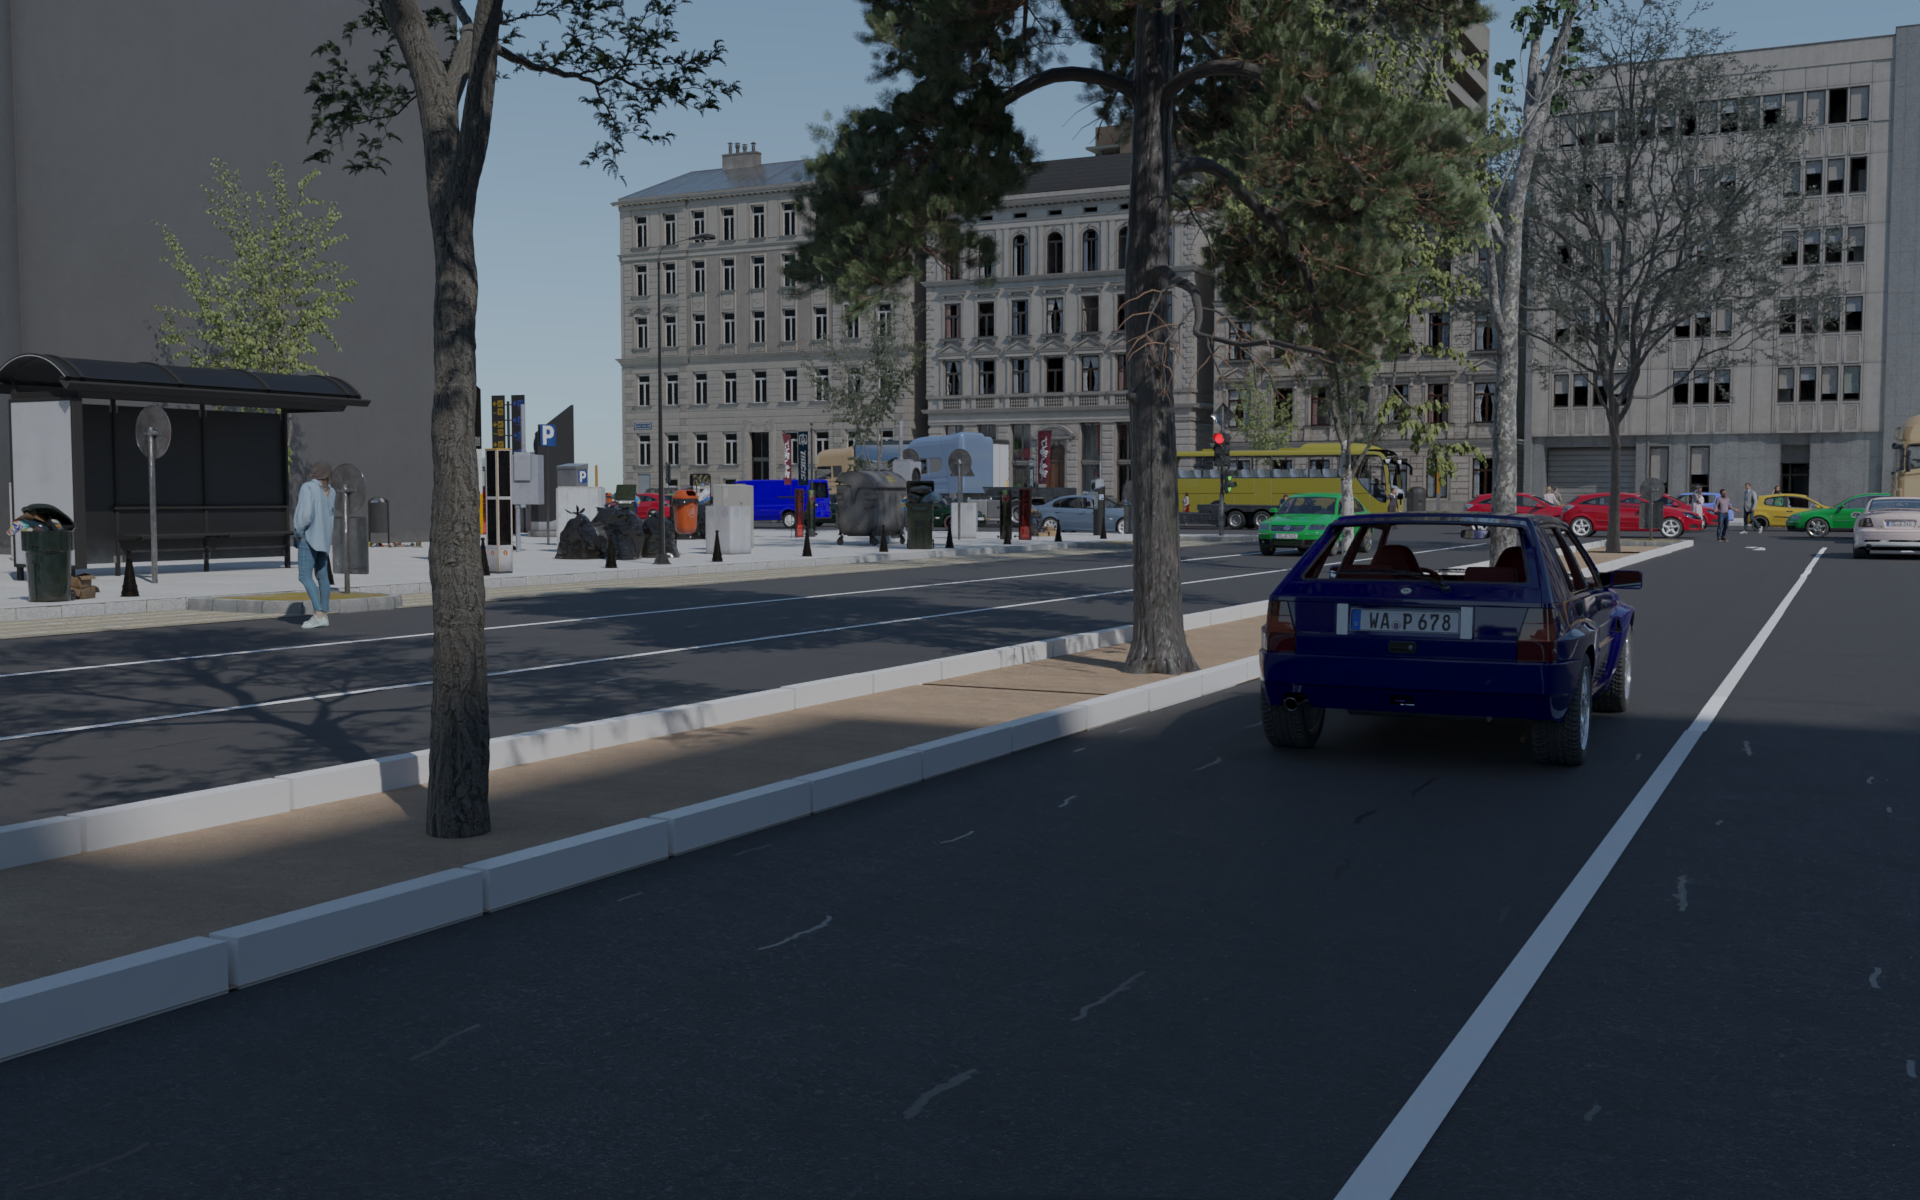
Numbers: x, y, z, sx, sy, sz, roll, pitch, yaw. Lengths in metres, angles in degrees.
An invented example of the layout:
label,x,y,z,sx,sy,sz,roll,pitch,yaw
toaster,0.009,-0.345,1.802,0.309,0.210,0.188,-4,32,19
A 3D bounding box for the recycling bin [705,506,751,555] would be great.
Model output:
label,x,y,z,sx,sy,sz,roll,pitch,yaw
recycling bin,-4.961,-1.501,37.090,0.722,1.027,0.722,2,4,30

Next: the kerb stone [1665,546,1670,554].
label,x,y,z,sx,sy,sz,roll,pitch,yaw
kerb stone,16.683,-1.158,41.145,0.120,0.150,1.000,2,4,27

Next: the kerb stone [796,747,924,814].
label,x,y,z,sx,sy,sz,roll,pitch,yaw
kerb stone,-0.476,0.855,8.226,0.120,0.150,1.000,2,4,27

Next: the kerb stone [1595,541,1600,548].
label,x,y,z,sx,sy,sz,roll,pitch,yaw
kerb stone,16.722,-1.441,45.759,0.120,0.150,1.000,2,4,27

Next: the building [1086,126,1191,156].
label,x,y,z,sx,sy,sz,roll,pitch,yaw
building,23.720,-33.655,200.373,14.200,45.320,14.600,2,4,27

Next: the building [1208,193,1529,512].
label,x,y,z,sx,sy,sz,roll,pitch,yaw
building,25.606,-14.759,105.945,19.286,19.102,10.561,2,4,27

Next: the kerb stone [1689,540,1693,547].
label,x,y,z,sx,sy,sz,roll,pitch,yaw
kerb stone,19.540,-1.493,46.614,0.120,0.150,1.000,2,4,27

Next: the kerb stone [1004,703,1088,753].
label,x,y,z,sx,sy,sz,roll,pitch,yaw
kerb stone,0.472,0.746,10.052,0.120,0.150,1.000,2,4,27

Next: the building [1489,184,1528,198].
label,x,y,z,sx,sy,sz,roll,pitch,yaw
building,91.759,-39.029,257.733,30.456,49.044,23.786,2,4,27

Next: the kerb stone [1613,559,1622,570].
label,x,y,z,sx,sy,sz,roll,pitch,yaw
kerb stone,12.407,-0.656,32.921,0.120,0.150,1.000,2,4,27

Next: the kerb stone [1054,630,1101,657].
label,x,y,z,sx,sy,sz,roll,pitch,yaw
kerb stone,0.997,0.404,15.591,0.120,0.150,1.000,2,4,27

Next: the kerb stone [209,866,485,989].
label,x,y,z,sx,sy,sz,roll,pitch,yaw
kerb stone,-1.908,1.023,5.476,0.120,0.150,1.000,2,4,27

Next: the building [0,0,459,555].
label,x,y,z,sx,sy,sz,roll,pitch,yaw
building,-26.813,-15.513,47.140,24.014,27.812,14.314,2,4,27

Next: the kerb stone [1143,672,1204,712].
label,x,y,z,sx,sy,sz,roll,pitch,yaw
kerb stone,1.430,0.631,11.871,0.120,0.150,1.000,2,4,27

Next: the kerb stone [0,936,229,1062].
label,x,y,z,sx,sy,sz,roll,pitch,yaw
kerb stone,-2.386,1.079,4.557,0.120,0.150,1.000,2,4,27

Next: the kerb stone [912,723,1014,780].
label,x,y,z,sx,sy,sz,roll,pitch,yaw
kerb stone,-0.002,0.799,9.138,0.120,0.150,1.000,2,4,27

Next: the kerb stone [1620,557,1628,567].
label,x,y,z,sx,sy,sz,roll,pitch,yaw
kerb stone,12.875,-0.712,33.836,0.120,0.150,1.000,2,4,27

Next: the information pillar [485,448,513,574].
label,x,y,z,sx,sy,sz,roll,pitch,yaw
information pillar,-7.442,-1.436,27.968,0.304,2.012,0.304,3,4,37

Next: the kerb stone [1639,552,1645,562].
label,x,y,z,sx,sy,sz,roll,pitch,yaw
kerb stone,14.299,-0.877,36.573,0.120,0.150,1.000,2,4,27

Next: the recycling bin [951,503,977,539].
label,x,y,z,sx,sy,sz,roll,pitch,yaw
recycling bin,0.123,-2.299,50.142,0.722,1.027,0.722,0,4,5

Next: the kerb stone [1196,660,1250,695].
label,x,y,z,sx,sy,sz,roll,pitch,yaw
kerb stone,1.903,0.577,12.784,0.120,0.150,1.000,2,4,27

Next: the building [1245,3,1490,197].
label,x,y,z,sx,sy,sz,roll,pitch,yaw
building,35.692,-32.816,160.251,21.300,48.544,21.600,2,4,27

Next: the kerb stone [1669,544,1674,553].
label,x,y,z,sx,sy,sz,roll,pitch,yaw
kerb stone,17.166,-1.215,42.054,0.120,0.150,1.000,2,4,27

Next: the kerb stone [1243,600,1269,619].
label,x,y,z,sx,sy,sz,roll,pitch,yaw
kerb stone,3.378,0.124,20.168,0.120,0.150,1.000,2,4,27

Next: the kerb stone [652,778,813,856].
label,x,y,z,sx,sy,sz,roll,pitch,yaw
kerb stone,-0.951,0.910,7.315,0.120,0.150,1.000,2,4,27

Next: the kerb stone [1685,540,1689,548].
label,x,y,z,sx,sy,sz,roll,pitch,yaw
kerb stone,19.056,-1.438,45.707,0.120,0.150,1.000,2,4,27

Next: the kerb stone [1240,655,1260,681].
label,x,y,z,sx,sy,sz,roll,pitch,yaw
kerb stone,2.376,0.521,13.702,0.120,0.150,1.000,2,4,27

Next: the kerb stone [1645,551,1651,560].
label,x,y,z,sx,sy,sz,roll,pitch,yaw
kerb stone,14.775,-0.935,37.484,0.120,0.150,1.000,2,4,27

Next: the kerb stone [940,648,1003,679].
label,x,y,z,sx,sy,sz,roll,pitch,yaw
kerb stone,0.045,0.516,13.766,0.120,0.150,1.000,2,4,27

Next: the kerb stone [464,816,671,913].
label,x,y,z,sx,sy,sz,roll,pitch,yaw
kerb stone,-1.431,0.966,6.393,0.120,0.150,1.000,2,4,27

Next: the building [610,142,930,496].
label,x,y,z,sx,sy,sz,roll,pitch,yaw
building,-11.526,-20.111,126.072,25.104,27.353,12.463,2,4,27

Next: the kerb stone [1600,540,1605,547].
label,x,y,z,sx,sy,sz,roll,pitch,yaw
kerb stone,17.191,-1.497,46.674,0.120,0.150,1.000,2,4,27

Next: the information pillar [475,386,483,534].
label,x,y,z,sx,sy,sz,roll,pitch,yaw
information pillar,-9.061,-2.479,31.888,0.504,3.616,0.183,-2,4,-27

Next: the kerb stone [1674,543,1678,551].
label,x,y,z,sx,sy,sz,roll,pitch,yaw
kerb stone,17.628,-1.271,42.974,0.120,0.150,1.000,2,4,27

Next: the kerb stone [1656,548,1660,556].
label,x,y,z,sx,sy,sz,roll,pitch,yaw
kerb stone,15.719,-1.046,39.316,0.120,0.150,1.000,2,4,27

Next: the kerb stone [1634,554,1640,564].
label,x,y,z,sx,sy,sz,roll,pitch,yaw
kerb stone,13.825,-0.824,35.661,0.120,0.150,1.000,2,4,27

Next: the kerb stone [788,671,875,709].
label,x,y,z,sx,sy,sz,roll,pitch,yaw
kerb stone,-0.910,0.627,11.940,0.120,0.150,1.000,2,4,27

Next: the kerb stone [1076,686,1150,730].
label,x,y,z,sx,sy,sz,roll,pitch,yaw
kerb stone,0.950,0.687,10.962,0.120,0.150,1.000,2,4,27

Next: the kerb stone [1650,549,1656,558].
label,x,y,z,sx,sy,sz,roll,pitch,yaw
kerb stone,15.246,-0.991,38.400,0.120,0.150,1.000,2,4,27

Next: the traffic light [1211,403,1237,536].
label,x,y,z,sx,sy,sz,roll,pitch,yaw
traffic light,8.059,-3.931,53.192,0.839,4.253,0.868,2,4,27

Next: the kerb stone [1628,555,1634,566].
label,x,y,z,sx,sy,sz,roll,pitch,yaw
kerb stone,13.351,-0.767,34.749,0.120,0.150,1.000,2,4,27

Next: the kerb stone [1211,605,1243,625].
label,x,y,z,sx,sy,sz,roll,pitch,yaw
kerb stone,2.904,0.180,19.250,0.120,0.150,1.000,2,4,27

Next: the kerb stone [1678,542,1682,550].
label,x,y,z,sx,sy,sz,roll,pitch,yaw
kerb stone,18.105,-1.327,43.884,0.120,0.150,1.000,2,4,27

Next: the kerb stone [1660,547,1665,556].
label,x,y,z,sx,sy,sz,roll,pitch,yaw
kerb stone,16.208,-1.102,40.230,0.120,0.150,1.000,2,4,27

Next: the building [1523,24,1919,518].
label,x,y,z,sx,sy,sz,roll,pitch,yaw
building,43.076,-17.056,96.880,19.932,24.808,12.078,2,4,27

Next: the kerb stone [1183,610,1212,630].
label,x,y,z,sx,sy,sz,roll,pitch,yaw
kerb stone,2.422,0.236,18.342,0.120,0.150,1.000,2,4,27

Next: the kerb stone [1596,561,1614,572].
label,x,y,z,sx,sy,sz,roll,pitch,yaw
kerb stone,11.919,-0.600,32.012,0.120,0.150,1.000,2,4,27

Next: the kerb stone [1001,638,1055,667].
label,x,y,z,sx,sy,sz,roll,pitch,yaw
kerb stone,0.522,0.460,14.676,0.120,0.150,1.000,2,4,27

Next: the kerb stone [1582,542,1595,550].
label,x,y,z,sx,sy,sz,roll,pitch,yaw
kerb stone,16.241,-1.385,44.848,0.120,0.150,1.000,2,4,27

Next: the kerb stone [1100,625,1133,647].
label,x,y,z,sx,sy,sz,roll,pitch,yaw
kerb stone,1.476,0.349,16.512,0.120,0.150,1.000,2,4,27

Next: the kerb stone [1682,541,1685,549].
label,x,y,z,sx,sy,sz,roll,pitch,yaw
kerb stone,18.578,-1.382,44.797,0.120,0.150,1.000,2,4,27

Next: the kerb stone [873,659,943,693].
label,x,y,z,sx,sy,sz,roll,pitch,yaw
kerb stone,-0.433,0.574,12.855,0.120,0.150,1.000,2,4,27

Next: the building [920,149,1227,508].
label,x,y,z,sx,sy,sz,roll,pitch,yaw
building,8.241,-17.494,114.913,19.941,23.489,11.050,2,4,27
